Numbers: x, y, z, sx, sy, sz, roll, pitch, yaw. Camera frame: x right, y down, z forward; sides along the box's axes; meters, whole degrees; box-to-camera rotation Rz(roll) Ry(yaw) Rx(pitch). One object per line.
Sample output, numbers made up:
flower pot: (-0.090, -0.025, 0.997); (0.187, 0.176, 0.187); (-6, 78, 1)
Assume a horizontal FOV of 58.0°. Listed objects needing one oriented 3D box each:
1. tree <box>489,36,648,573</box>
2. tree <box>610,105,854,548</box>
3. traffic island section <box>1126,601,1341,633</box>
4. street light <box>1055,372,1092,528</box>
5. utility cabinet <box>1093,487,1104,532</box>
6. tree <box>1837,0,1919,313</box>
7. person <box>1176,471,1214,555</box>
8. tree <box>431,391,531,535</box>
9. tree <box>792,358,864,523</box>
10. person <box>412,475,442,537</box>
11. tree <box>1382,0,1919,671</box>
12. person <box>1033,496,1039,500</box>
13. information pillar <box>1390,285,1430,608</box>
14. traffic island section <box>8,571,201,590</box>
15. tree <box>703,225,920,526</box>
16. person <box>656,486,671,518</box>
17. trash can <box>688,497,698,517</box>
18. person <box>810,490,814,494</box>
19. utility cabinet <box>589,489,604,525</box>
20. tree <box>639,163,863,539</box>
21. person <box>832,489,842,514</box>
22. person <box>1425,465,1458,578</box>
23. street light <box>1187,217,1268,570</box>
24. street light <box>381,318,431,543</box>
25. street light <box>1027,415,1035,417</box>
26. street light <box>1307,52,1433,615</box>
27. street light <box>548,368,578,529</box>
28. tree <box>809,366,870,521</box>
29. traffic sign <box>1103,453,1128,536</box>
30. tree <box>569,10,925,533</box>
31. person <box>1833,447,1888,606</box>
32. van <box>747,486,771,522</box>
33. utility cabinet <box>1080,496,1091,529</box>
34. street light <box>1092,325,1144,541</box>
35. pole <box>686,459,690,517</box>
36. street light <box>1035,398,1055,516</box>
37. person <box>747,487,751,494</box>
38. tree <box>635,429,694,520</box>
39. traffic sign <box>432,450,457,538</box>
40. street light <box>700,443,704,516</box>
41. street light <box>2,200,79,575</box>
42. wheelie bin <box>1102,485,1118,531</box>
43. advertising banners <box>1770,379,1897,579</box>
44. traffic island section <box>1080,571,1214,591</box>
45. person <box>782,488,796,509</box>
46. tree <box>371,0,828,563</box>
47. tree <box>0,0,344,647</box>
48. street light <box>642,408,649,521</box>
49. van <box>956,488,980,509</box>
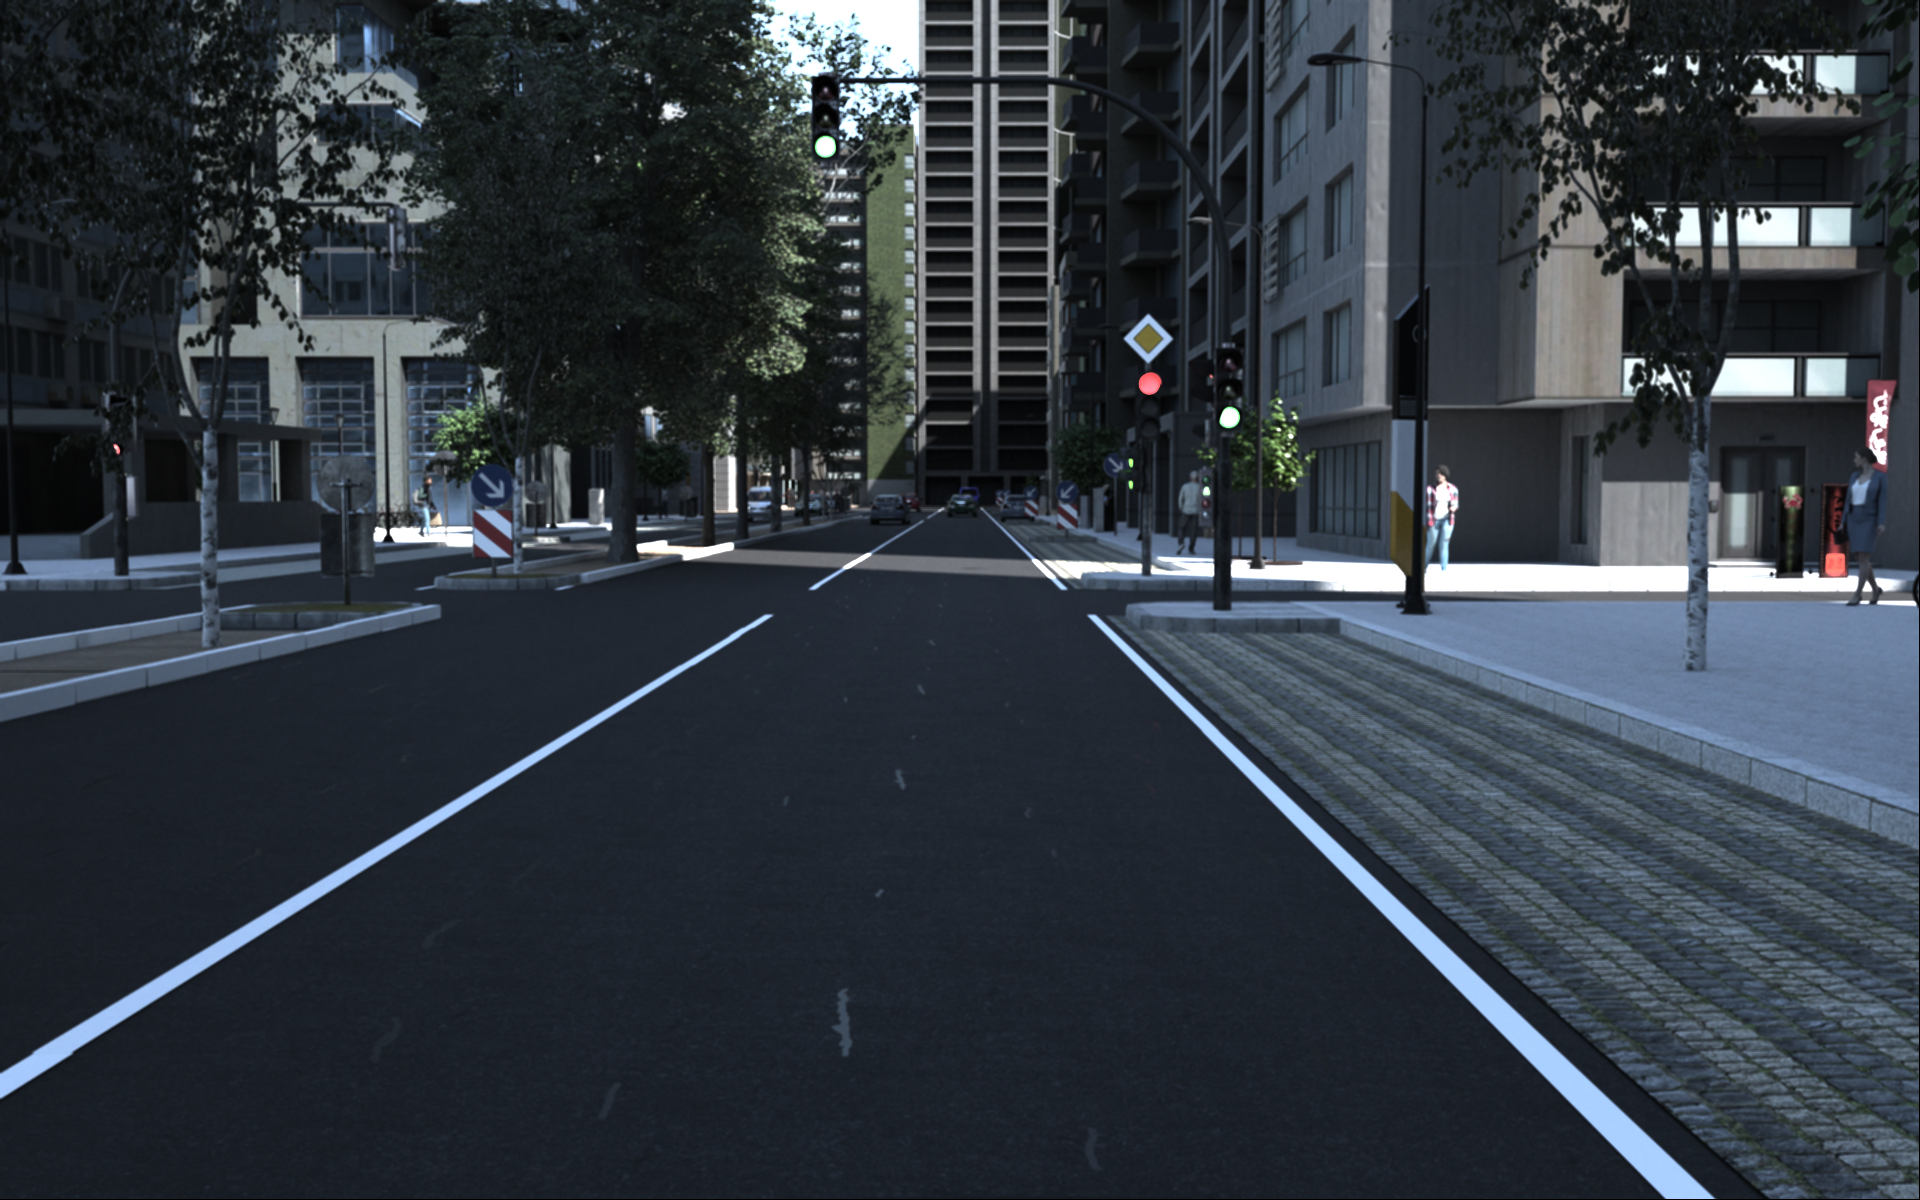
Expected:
tree: (-7.168, -4.601, 28.048); (4.360, 8.622, 3.978); (0, 3, 0)
tree: (-6.625, -7.196, 45.864); (9.928, 11.665, 9.643); (0, 3, 0)
traffic island section: (2.914, 0.190, 19.176); (2.009, 0.180, 2.903); (0, 4, 0)
street light: (4.493, -5.703, 65.793); (1.470, 5.913, 1.316); (0, 4, 0)
utility cabinet: (4.665, -3.047, 58.503); (0.318, 1.500, 1.173); (0, 4, 1)
tree: (5.196, -1.376, 6.216); (4.285, 4.588, 4.351); (0, 3, 0)
person: (4.982, -1.836, 36.547); (0.782, 1.767, 0.515); (1, 4, 15)
tree: (-15.163, -4.381, 55.343); (4.285, 4.588, 4.351); (0, 3, 0)
tree: (-6.784, -8.141, 85.921); (4.360, 8.622, 3.978); (0, 3, 0)
person: (-15.614, -2.737, 50.776); (0.713, 1.824, 0.794); (1, 4, 21)
tree: (5.114, -3.795, 12.403); (4.360, 8.622, 3.978); (0, 3, 0)
person: (5.535, -7.626, 130.712); (0.705, 1.826, 1.348); (2, 4, 35)
information pillar: (5.047, -1.716, 19.409); (0.504, 3.616, 0.183); (-2, 4, -31)
traffic island section: (-13.196, -0.303, 27.228); (2.009, 0.180, 2.903); (0, 4, 0)
tree: (-6.853, -10.048, 77.114); (12.009, 13.543, 11.850); (0, 3, 0)
person: (-15.946, -5.334, 93.101); (0.795, 1.843, 0.661); (0, 4, -7)
trash can: (-14.720, -5.099, 95.024); (0.748, 1.137, 0.748); (0, 3, 0)
person: (-14.311, -9.810, 167.898); (0.415, 1.643, 0.593); (0, 4, -5)
utility cabinet: (-15.013, -3.839, 71.442); (0.318, 1.500, 1.173); (-2, 4, -29)
tree: (-6.970, -8.198, 54.627); (7.486, 12.596, 7.792); (0, 3, 0)
person: (-8.672, -6.887, 121.627); (0.617, 1.759, 0.750); (1, 4, 15)
person: (7.397, -1.213, 26.717); (0.563, 1.720, 0.643); (0, 4, 4)
street light: (4.515, -3.469, 29.255); (1.470, 5.913, 1.316); (0, 4, 0)
street light: (-14.603, -4.475, 45.701); (1.470, 5.913, 1.316); (0, 4, 0)
street light: (4.652, -7.929, 102.187); (1.470, 5.913, 1.316); (0, 4, 0)
street light: (4.352, -2.804, 18.387); (1.470, 5.913, 1.316); (0, 4, 0)
street light: (-14.509, -5.588, 63.897); (1.470, 5.913, 1.316); (0, 4, 0)
tree: (-6.726, -8.426, 90.587); (4.737, 8.622, 4.395); (0, 3, 0)
traffic sign: (4.783, -3.247, 53.190); (0.768, 2.556, 0.104); (0, 4, 6)
tree: (-8.035, -12.611, 64.529); (12.611, 20.169, 13.585); (0, 3, 0)
person: (10.469, -0.850, 19.968); (0.654, 1.822, 0.581); (-1, 4, -13)
van: (-10.208, -5.019, 89.067); (2.013, 2.044, 4.112); (0, 4, -1)
utility cabinet: (4.704, -3.275, 64.711); (0.306, 1.237, 1.020); (1, 4, 11)
street light: (4.485, -4.590, 47.596); (1.470, 5.913, 1.316); (0, 4, 0)
pole: (-15.173, -6.286, 96.621); (0.158, 3.312, 0.155); (0, 3, 0)
street light: (4.518, -6.816, 83.990); (1.470, 5.913, 1.316); (0, 4, 0)
person: (-16.255, -7.913, 135.292); (0.709, 1.838, 0.599); (1, 4, 16)
tree: (-15.089, -6.314, 86.946); (4.285, 4.588, 4.351); (0, 3, 0)
traffic sign: (-14.859, -3.052, 50.000); (0.768, 2.556, 0.104); (0, 4, 2)
street light: (-14.468, -7.841, 100.746); (1.470, 5.913, 1.316); (0, 4, 0)
street light: (-14.565, -3.362, 27.503); (1.470, 5.913, 1.316); (0, 4, 0)
wheelie bin: (5.059, -3.181, 59.912); (0.693, 1.594, 0.980); (-1, 4, -15)
advertising banners: (13.252, -1.838, 26.244); (2.074, 3.025, 0.090); (-1, 4, -12)
traffic island section: (2.946, -0.298, 27.161); (2.009, 0.180, 2.903); (0, 4, 0)
person: (-14.850, -8.832, 150.414); (1.348, 1.831, 0.705); (1, 4, 8)
tree: (-7.051, -7.750, 35.821); (9.857, 13.997, 8.962); (0, 3, 0)
tree: (-6.999, -3.873, 16.139); (4.360, 8.622, 3.978); (0, 3, 0)
street light: (-14.396, -6.701, 82.094); (1.470, 5.913, 1.316); (0, 4, 0)
van: (0.810, -9.885, 166.004); (2.240, 2.365, 5.245); (0, 4, -1)
